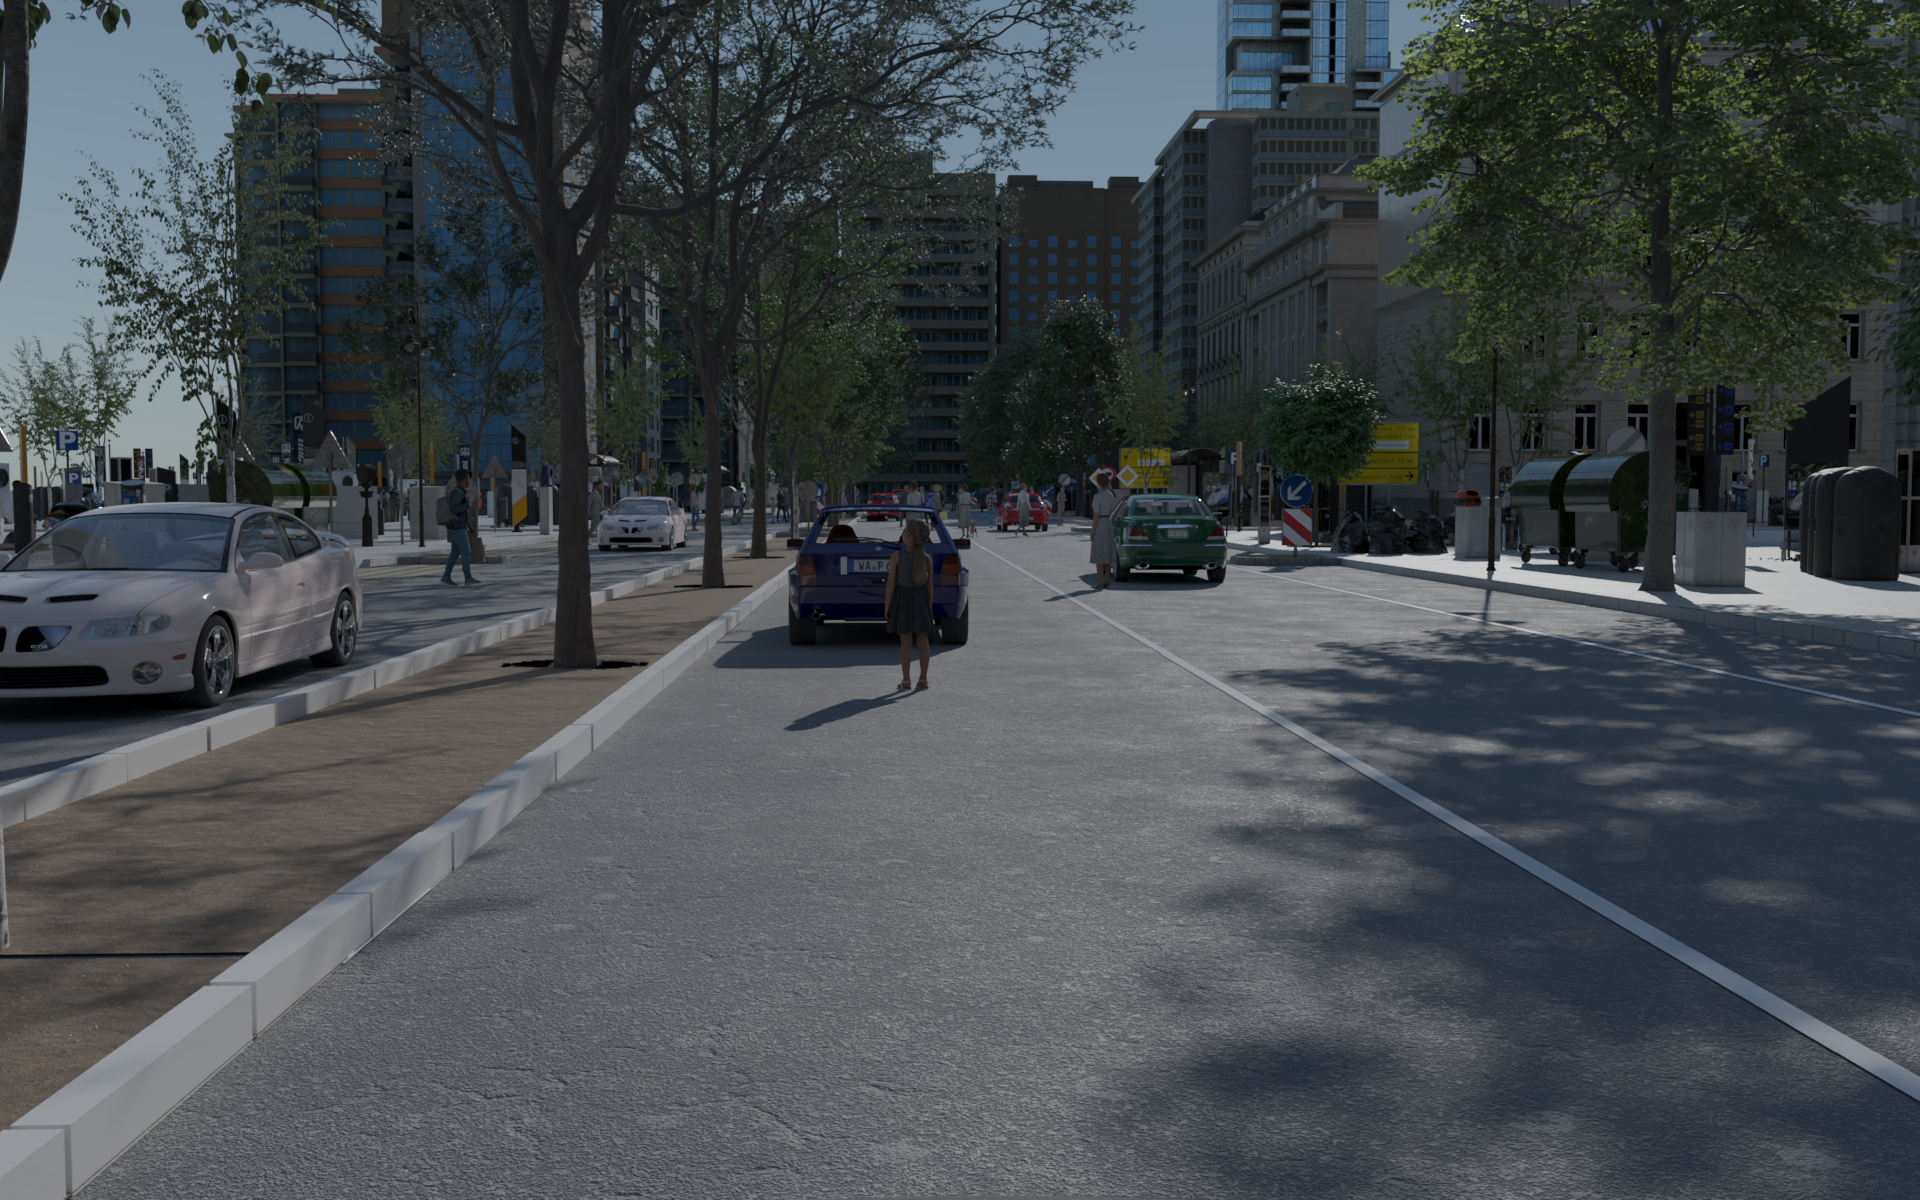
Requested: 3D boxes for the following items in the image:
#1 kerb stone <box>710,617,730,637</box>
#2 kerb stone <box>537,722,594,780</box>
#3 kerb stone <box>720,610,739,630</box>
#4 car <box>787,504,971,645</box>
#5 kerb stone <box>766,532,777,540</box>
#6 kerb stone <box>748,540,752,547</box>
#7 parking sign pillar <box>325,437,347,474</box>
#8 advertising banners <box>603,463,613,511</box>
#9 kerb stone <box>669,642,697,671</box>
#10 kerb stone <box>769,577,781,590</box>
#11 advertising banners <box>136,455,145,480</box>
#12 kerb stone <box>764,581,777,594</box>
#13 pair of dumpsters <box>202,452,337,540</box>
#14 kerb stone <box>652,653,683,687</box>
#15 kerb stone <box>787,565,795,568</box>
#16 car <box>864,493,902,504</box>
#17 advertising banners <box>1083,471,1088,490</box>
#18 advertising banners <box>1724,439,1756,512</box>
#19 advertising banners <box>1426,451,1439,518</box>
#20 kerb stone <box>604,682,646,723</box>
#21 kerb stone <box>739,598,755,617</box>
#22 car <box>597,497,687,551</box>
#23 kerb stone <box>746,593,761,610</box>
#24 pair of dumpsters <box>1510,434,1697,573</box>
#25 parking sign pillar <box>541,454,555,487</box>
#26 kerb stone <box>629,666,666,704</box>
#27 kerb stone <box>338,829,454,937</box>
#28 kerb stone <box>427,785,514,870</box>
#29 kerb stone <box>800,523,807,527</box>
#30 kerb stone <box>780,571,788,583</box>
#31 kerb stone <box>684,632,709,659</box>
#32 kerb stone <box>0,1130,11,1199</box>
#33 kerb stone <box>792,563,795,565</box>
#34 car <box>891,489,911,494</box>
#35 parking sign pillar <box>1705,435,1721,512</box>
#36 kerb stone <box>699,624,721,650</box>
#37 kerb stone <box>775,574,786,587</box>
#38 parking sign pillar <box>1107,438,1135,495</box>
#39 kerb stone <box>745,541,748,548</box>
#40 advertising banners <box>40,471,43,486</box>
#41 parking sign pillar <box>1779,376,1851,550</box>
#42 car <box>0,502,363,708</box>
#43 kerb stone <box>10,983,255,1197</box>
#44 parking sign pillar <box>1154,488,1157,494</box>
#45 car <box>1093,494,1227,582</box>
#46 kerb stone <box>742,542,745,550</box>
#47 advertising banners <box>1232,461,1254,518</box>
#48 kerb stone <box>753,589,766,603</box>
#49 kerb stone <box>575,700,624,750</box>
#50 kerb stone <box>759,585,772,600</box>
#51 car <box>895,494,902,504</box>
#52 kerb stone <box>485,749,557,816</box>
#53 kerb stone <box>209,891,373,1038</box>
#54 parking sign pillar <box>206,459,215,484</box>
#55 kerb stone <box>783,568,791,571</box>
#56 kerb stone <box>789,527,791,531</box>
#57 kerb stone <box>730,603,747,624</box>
[{"bbox_3d":[-2.433,0.305,17.328,0.120,0.150,1.000,0,4,-2],"label":"kerb stone"},{"bbox_3d":[-2.094,0.801,9.148,0.120,0.150,1.000,0,4,-2],"label":"kerb stone"},{"bbox_3d":[-2.471,0.238,18.357,0.120,0.150,1.000,0,4,-2],"label":"kerb stone"},{"bbox_3d":[-0.835,-0.321,17.834,1.945,1.354,3.894,0,4,-3],"label":"car"},{"bbox_3d":[-6.107,-2.076,56.162,0.120,0.150,1.000,0,4,-2],"label":"kerb stone"},{"bbox_3d":[-5.690,-1.452,45.931,0.120,0.150,1.000,0,4,-2],"label":"kerb stone"},{"bbox_3d":[-29.682,-5.712,81.863,1.447,3.967,1.447,0,4,5],"label":"parking sign pillar"},{"bbox_3d":[-20.236,-6.167,97.025,0.090,3.025,2.074,1,4,21],"label":"advertising banners"},{"bbox_3d":[-2.305,0.488,14.255,0.120,0.150,1.000,0,4,-2],"label":"kerb stone"},{"bbox_3d":[-2.764,-0.204,25.528,0.120,0.150,1.000,0,4,-2],"label":"kerb stone"},{"bbox_3d":[-37.044,-5.100,79.569,0.090,3.025,2.074,1,4,17],"label":"advertising banners"},{"bbox_3d":[-2.723,-0.140,24.507,0.120,0.150,1.000,0,4,-2],"label":"kerb stone"},{"bbox_3d":[-15.213,-2.189,38.290,1.574,2.255,4.437,0,4,-2],"label":"pair of dumpsters"},{"bbox_3d":[-2.259,0.549,13.234,0.120,0.150,1.000,0,4,-2],"label":"kerb stone"},{"bbox_3d":[-2.933,-0.453,29.621,0.120,0.150,1.000,0,4,-2],"label":"kerb stone"},{"bbox_3d":[-4.056,-5.090,92.265,2.155,1.783,4.494,0,4,-1],"label":"car"},{"bbox_3d":[9.545,-7.733,122.622,2.074,3.025,0.090,0,4,4],"label":"advertising banners"},{"bbox_3d":[24.515,-3.562,54.427,2.074,3.025,0.090,-3,5,-42],"label":"advertising banners"},{"bbox_3d":[19.071,-4.512,69.958,0.090,3.025,2.074,0,4,2],"label":"advertising banners"},{"bbox_3d":[-2.175,0.673,11.192,0.120,0.150,1.000,0,4,-2],"label":"kerb stone"},{"bbox_3d":[-2.551,0.109,20.407,0.120,0.150,1.000,0,4,-2],"label":"kerb stone"},{"bbox_3d":[-8.237,-2.009,45.208,2.083,1.381,4.827,0,4,-2],"label":"car"},{"bbox_3d":[-2.596,0.049,21.436,0.120,0.150,1.000,0,4,-2],"label":"kerb stone"},{"bbox_3d":[11.143,-1.693,30.174,1.574,2.255,4.437,0,4,-2],"label":"pair of dumpsters"},{"bbox_3d":[-27.708,-7.835,116.567,1.447,3.967,1.447,1,4,9],"label":"parking sign pillar"},{"bbox_3d":[-2.219,0.611,12.213,0.120,0.150,1.000,0,4,-2],"label":"kerb stone"},{"bbox_3d":[-1.972,0.986,6.078,0.120,0.150,1.000,0,4,-2],"label":"kerb stone"},{"bbox_3d":[-2.008,0.927,7.100,0.120,0.150,1.000,0,4,-2],"label":"kerb stone"},{"bbox_3d":[-6.965,-3.366,77.235,0.120,0.150,1.000,0,4,-2],"label":"kerb stone"},{"bbox_3d":[-2.835,-0.326,27.572,0.120,0.150,1.000,0,4,-2],"label":"kerb stone"},{"bbox_3d":[-2.345,0.423,15.277,0.120,0.150,1.000,0,4,-2],"label":"kerb stone"},{"bbox_3d":[-1.850,1.174,3.002,0.120,0.150,1.000,0,4,-2],"label":"kerb stone"},{"bbox_3d":[-2.977,-0.513,30.642,0.120,0.150,1.000,0,4,-2],"label":"kerb stone"},{"bbox_3d":[-4.501,-7.650,133.758,2.281,1.827,5.304,0,4,0],"label":"car"},{"bbox_3d":[34.605,-5.576,79.641,1.447,3.967,1.447,1,4,15],"label":"parking sign pillar"},{"bbox_3d":[-2.382,0.361,16.298,0.120,0.150,1.000,0,4,-2],"label":"kerb stone"},{"bbox_3d":[-2.797,-0.265,26.549,0.120,0.150,1.000,0,4,-2],"label":"kerb stone"},{"bbox_3d":[7.814,-5.850,84.119,1.447,3.967,1.447,2,4,30],"label":"parking sign pillar"},{"bbox_3d":[-5.655,-1.389,44.909,0.120,0.150,1.000,0,4,-2],"label":"kerb stone"},{"bbox_3d":[-70.089,-8.294,131.786,0.090,3.025,2.074,-3,5,-43],"label":"advertising banners"},{"bbox_3d":[19.686,-3.140,39.811,1.447,3.967,1.447,2,4,24],"label":"parking sign pillar"},{"bbox_3d":[-5.978,-0.044,13.080,2.083,1.381,4.827,0,4,-3],"label":"car"},{"bbox_3d":[-1.889,1.111,4.023,0.120,0.150,1.000,0,4,-2],"label":"kerb stone"},{"bbox_3d":[15.436,-9.180,138.566,1.447,3.967,1.447,1,4,19],"label":"parking sign pillar"},{"bbox_3d":[3.397,-1.095,29.701,2.131,1.459,4.920,0,4,-1],"label":"car"},{"bbox_3d":[-5.606,-1.326,43.888,0.120,0.150,1.000,0,4,-2],"label":"kerb stone"},{"bbox_3d":[14.507,-5.813,91.232,2.074,3.025,0.090,-1,4,-13],"label":"advertising banners"},{"bbox_3d":[-2.641,-0.011,22.457,0.120,0.150,1.000,0,4,-2],"label":"kerb stone"},{"bbox_3d":[-2.128,0.736,10.169,0.120,0.150,1.000,0,4,-2],"label":"kerb stone"},{"bbox_3d":[-2.676,-0.074,23.486,0.120,0.150,1.000,0,4,-2],"label":"kerb stone"},{"bbox_3d":[-4.029,-5.686,104.758,2.131,1.459,4.920,0,4,-4],"label":"car"},{"bbox_3d":[-2.057,0.861,8.120,0.120,0.150,1.000,0,4,-2],"label":"kerb stone"},{"bbox_3d":[-1.933,1.048,5.057,0.120,0.150,1.000,0,4,-2],"label":"kerb stone"},{"bbox_3d":[-42.357,-6.758,98.965,1.447,3.967,1.447,-3,5,-44],"label":"parking sign pillar"},{"bbox_3d":[-2.887,-0.389,28.593,0.120,0.150,1.000,0,4,-2],"label":"kerb stone"},{"bbox_3d":[-6.629,-2.865,69.031,0.120,0.150,1.000,0,4,-2],"label":"kerb stone"},{"bbox_3d":[-2.509,0.174,19.381,0.120,0.150,1.000,0,4,-2],"label":"kerb stone"}]
